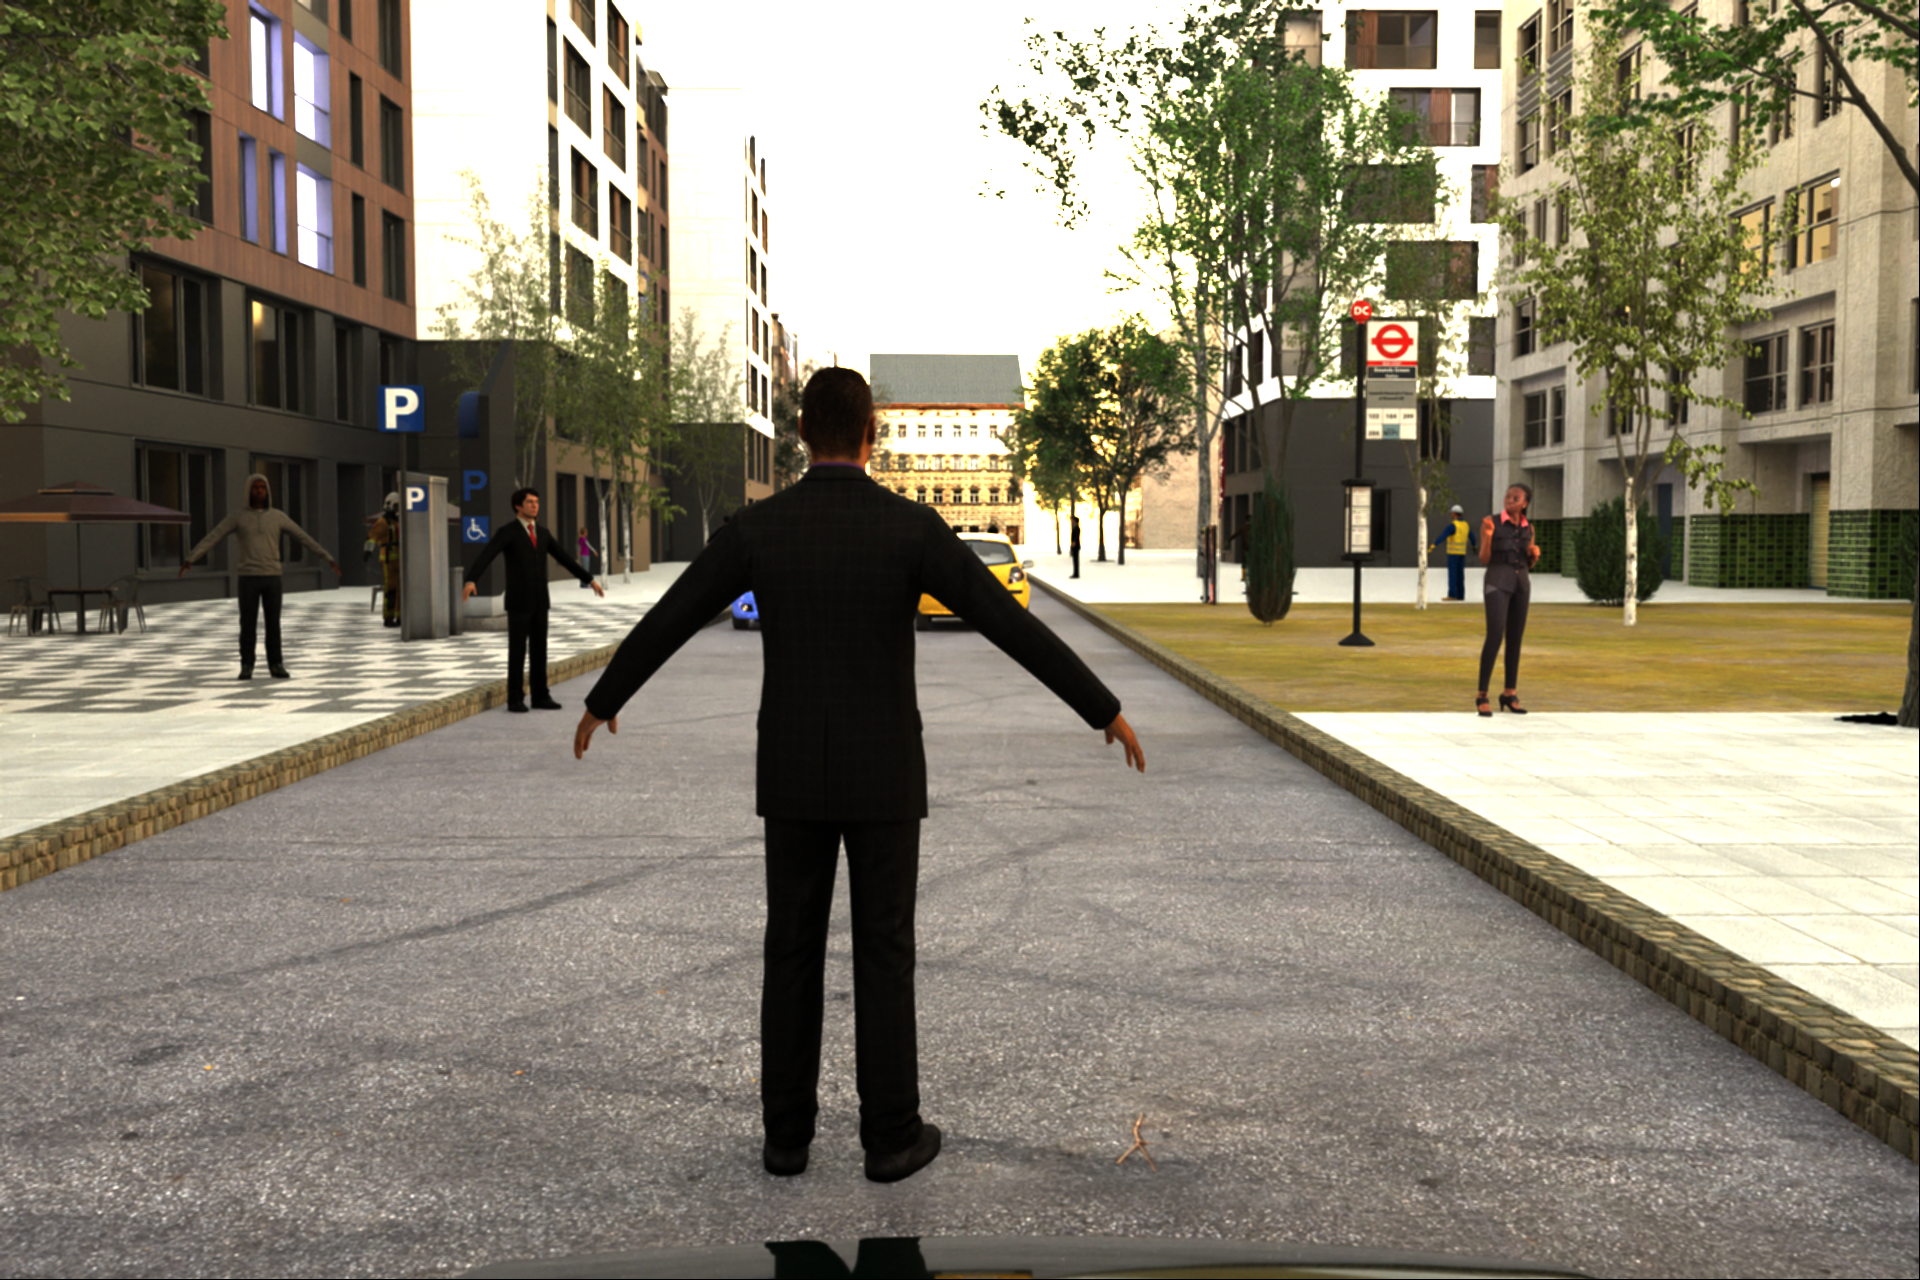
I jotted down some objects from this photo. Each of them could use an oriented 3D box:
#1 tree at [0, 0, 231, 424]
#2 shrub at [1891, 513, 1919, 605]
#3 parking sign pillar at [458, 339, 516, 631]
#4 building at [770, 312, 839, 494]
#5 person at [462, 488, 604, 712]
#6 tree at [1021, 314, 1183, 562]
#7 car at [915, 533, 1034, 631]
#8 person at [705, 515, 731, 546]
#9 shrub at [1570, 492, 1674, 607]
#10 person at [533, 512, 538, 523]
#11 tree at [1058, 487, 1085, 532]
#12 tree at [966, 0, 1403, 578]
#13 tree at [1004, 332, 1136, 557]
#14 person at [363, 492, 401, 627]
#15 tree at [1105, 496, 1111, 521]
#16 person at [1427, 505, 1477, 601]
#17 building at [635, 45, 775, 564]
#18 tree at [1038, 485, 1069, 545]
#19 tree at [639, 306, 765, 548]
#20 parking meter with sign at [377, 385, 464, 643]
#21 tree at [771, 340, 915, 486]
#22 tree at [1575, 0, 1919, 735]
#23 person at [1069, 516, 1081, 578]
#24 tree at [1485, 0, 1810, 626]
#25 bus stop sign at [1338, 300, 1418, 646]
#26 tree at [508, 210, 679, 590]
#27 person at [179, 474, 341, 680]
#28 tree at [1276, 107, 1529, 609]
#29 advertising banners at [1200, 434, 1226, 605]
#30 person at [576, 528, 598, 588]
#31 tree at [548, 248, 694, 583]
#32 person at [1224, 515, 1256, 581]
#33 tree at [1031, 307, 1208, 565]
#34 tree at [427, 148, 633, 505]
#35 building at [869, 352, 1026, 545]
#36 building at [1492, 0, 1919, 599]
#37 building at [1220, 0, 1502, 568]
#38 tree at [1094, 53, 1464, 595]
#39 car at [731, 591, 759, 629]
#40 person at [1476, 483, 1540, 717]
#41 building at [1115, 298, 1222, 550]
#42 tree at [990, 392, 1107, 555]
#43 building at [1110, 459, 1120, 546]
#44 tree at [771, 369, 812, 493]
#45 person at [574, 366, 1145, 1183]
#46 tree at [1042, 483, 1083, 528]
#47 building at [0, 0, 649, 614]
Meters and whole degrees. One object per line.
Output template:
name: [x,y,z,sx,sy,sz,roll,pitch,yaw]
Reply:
tree: [-8.491,-5.753,12.182,7.486,12.596,7.792,0,3,0]
shrub: [15.216,-1.354,26.556,1.690,2.028,1.600,0,3,0]
parking sign pillar: [-6.374,-2.136,23.398,1.447,3.967,1.447,0,4,0]
building: [-27.109,-20.295,175.803,27.936,21.610,32.646,0,4,-1]
person: [-3.495,-0.332,14.066,0.705,1.806,1.347,3,5,40]
tree: [6.704,-9.484,80.817,9.928,11.665,9.643,0,3,0]
car: [0.174,-1.027,27.007,2.015,1.641,3.980,0,3,0]
person: [-6.929,-2.790,51.553,1.347,1.837,0.705,0,4,-5]
shrub: [11.730,-1.633,30.746,1.661,2.075,1.752,0,3,0]
person: [-8.416,-1.697,34.467,1.216,1.740,0.721,2,4,28]
tree: [13.696,-15.841,209.363,4.360,8.622,3.978,0,3,0]
tree: [6.110,-11.838,49.439,12.611,20.169,13.585,0,3,0]
tree: [5.976,-10.983,97.697,7.486,12.596,7.792,0,3,0]
person: [-7.818,-1.117,24.039,0.705,1.858,1.354,2,4,25]
tree: [19.014,-15.711,207.243,4.360,8.622,3.978,0,3,0]
person: [9.500,-1.668,33.233,1.349,1.833,0.705,-2,4,-34]
building: [-23.797,-14.265,77.200,27.936,21.610,32.646,0,4,-1]
tree: [11.212,-15.554,204.666,4.737,8.622,4.395,0,3,0]
tree: [-8.207,-6.466,56.077,4.360,8.622,3.978,0,3,0]
parking meter with sign: [-6.539,-1.525,21.198,0.543,3.016,1.738,0,3,0]
tree: [-8.357,-12.182,109.548,12.009,13.543,11.850,0,3,0]
tree: [6.602,-5.218,11.069,9.928,11.665,9.643,0,3,0]
person: [3.343,-2.707,50.441,0.705,1.806,1.347,0,4,2]
tree: [9.349,-4.495,23.863,4.737,8.622,4.395,0,3,0]
bus stop sign: [4.799,-1.907,19.879,0.855,3.939,0.416,0,4,0]
tree: [-8.132,-5.475,39.878,4.360,8.622,3.978,0,3,0]
person: [-6.210,-0.565,15.372,1.348,1.813,0.705,-2,4,-30]
tree: [8.115,-4.833,29.375,4.360,8.622,3.978,0,3,0]
advertising banners: [4.597,-2.157,31.454,0.090,3.025,2.074,0,4,-2]
person: [-8.833,-1.939,40.974,0.599,1.433,0.991,-3,4,-39]
tree: [-8.658,-5.767,44.652,4.737,8.622,4.395,0,3,0]
person: [7.824,-2.497,46.958,1.346,1.812,0.704,1,4,13]
tree: [6.604,-8.422,72.105,8.767,10.594,7.601,2,4,24]
tree: [-8.532,-5.077,33.378,4.360,8.622,3.978,0,3,0]
building: [-1.926,-22.959,208.766,18.063,23.208,19.493,0,4,-3]
building: [26.206,-10.726,41.834,16.747,18.905,31.486,0,3,0]
building: [25.853,-14.511,81.224,27.936,21.610,32.646,0,3,0]
tree: [6.681,-6.784,36.671,9.928,11.665,9.643,0,3,0]
car: [-2.576,-1.076,27.183,1.945,1.707,3.694,0,3,0]
person: [3.890,-0.291,12.274,0.415,1.643,0.593,2,4,32]
building: [23.965,-19.507,149.859,19.493,23.208,18.063,0,4,-1]
tree: [5.935,-10.642,108.404,7.601,10.594,8.767,2,4,25]
building: [21.060,-14.335,176.516,9.099,9.664,28.070,0,3,0]
tree: [-9.079,-10.043,98.619,8.767,10.594,7.601,0,4,5]
person: [-0.263,0.291,3.920,1.346,1.802,0.704,1,4,10]
tree: [6.690,-10.135,116.066,4.737,8.622,4.395,0,3,0]
building: [-24.916,-12.204,43.506,27.936,21.610,32.646,0,4,1]
